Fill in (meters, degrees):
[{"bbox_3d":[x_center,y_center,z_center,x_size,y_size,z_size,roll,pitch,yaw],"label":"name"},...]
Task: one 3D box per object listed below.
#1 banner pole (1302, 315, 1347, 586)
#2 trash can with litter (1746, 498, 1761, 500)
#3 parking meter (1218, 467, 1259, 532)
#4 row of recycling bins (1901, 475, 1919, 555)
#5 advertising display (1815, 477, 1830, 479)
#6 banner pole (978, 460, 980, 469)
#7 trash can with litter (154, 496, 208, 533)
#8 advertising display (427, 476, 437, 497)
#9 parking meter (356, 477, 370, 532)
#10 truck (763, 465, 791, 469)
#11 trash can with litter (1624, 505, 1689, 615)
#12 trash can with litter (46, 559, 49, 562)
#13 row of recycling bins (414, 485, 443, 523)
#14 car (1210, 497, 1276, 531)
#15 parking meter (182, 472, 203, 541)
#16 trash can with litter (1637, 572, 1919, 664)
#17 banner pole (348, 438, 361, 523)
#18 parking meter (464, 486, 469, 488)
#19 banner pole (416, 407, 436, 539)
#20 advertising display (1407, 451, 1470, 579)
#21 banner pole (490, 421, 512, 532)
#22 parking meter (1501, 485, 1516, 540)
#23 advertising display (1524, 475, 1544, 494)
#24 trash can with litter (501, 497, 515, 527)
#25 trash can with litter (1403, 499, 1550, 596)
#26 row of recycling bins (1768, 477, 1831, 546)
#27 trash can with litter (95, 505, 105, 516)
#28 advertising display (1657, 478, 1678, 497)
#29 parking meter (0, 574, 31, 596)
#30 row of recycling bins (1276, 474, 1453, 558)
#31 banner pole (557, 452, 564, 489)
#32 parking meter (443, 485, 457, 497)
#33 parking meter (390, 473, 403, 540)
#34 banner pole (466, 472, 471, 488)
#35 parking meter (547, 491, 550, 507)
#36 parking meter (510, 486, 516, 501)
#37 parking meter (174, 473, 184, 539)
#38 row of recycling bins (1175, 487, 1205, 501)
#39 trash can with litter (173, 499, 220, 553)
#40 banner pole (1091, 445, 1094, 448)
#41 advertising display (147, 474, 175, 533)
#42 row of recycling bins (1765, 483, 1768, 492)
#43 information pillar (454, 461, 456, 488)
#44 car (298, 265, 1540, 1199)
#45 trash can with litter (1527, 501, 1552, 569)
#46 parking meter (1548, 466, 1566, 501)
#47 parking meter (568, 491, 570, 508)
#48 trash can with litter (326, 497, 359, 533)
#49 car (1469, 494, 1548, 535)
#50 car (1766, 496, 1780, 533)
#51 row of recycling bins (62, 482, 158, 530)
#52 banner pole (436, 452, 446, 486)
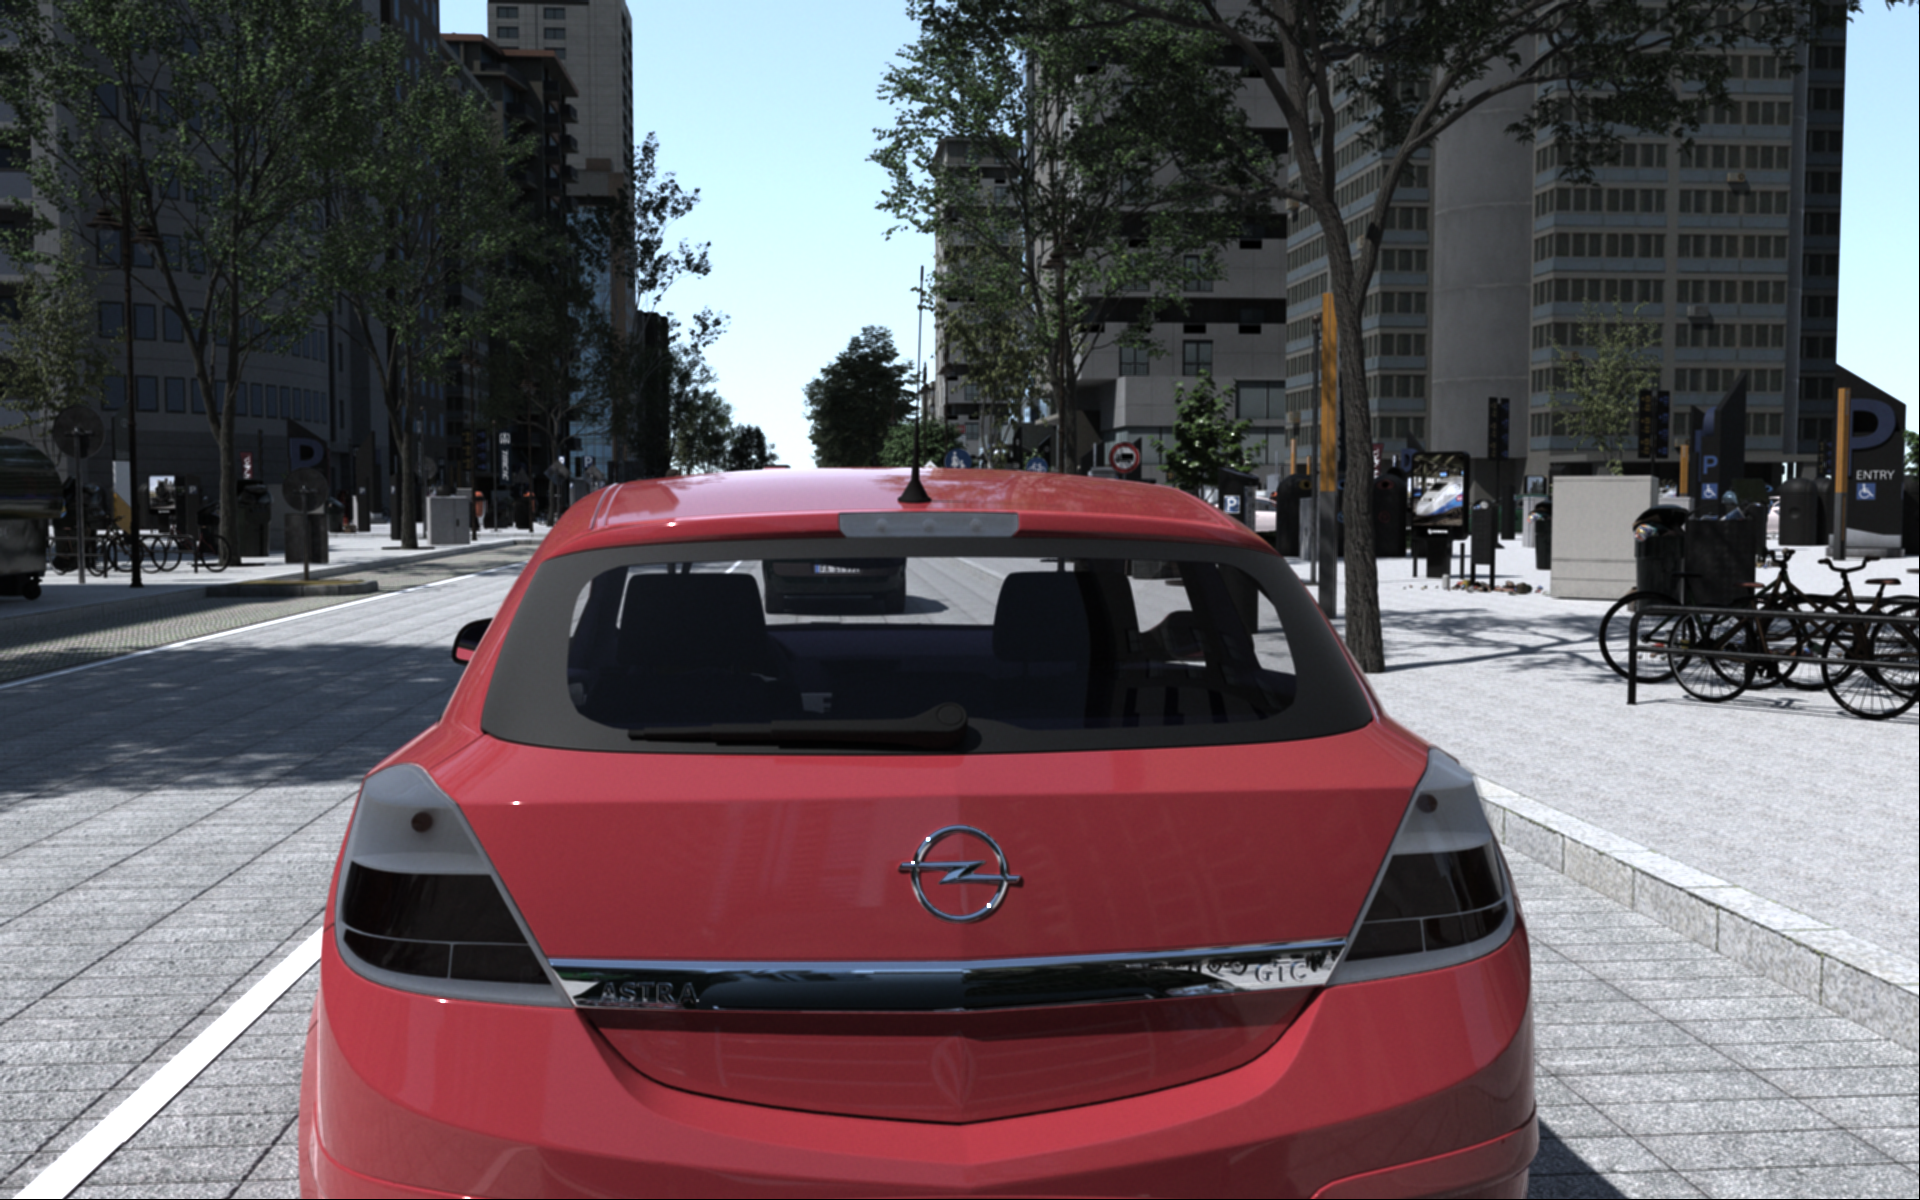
[{"bbox_3d":[5.177,-2.106,24.442,0.863,3.779,0.401,-2,4,-32],"label":"banner pole"},{"bbox_3d":[13.606,-1.197,30.621,2.233,1.210,1.678,-1,4,-14],"label":"trash can with litter"},{"bbox_3d":[2.558,-0.460,15.924,0.372,1.533,0.369,0,3,0],"label":"parking meter"},{"bbox_3d":[20.593,-1.902,38.215,1.069,1.692,3.534,1,4,14],"label":"row of recycling bins"},{"bbox_3d":[33.095,-3.750,66.526,0.123,1.923,0.974,0,4,1],"label":"advertising display"},{"bbox_3d":[1.622,-8.427,127.790,0.863,3.779,0.401,1,4,20],"label":"banner pole"},{"bbox_3d":[-26.343,-2.903,58.515,1.678,1.210,2.233,-2,4,-28],"label":"trash can with litter"},{"bbox_3d":[-18.693,-3.424,61.195,0.123,1.923,0.974,0,4,3],"label":"advertising display"},{"bbox_3d":[-20.251,-3.245,58.770,0.399,1.863,0.255,0,4,-3],"label":"parking meter"},{"bbox_3d":[-17.828,-10.978,168.406,2.839,4.237,11.283,0,4,-4],"label":"truck"},{"bbox_3d":[7.387,-0.440,18.581,0.624,1.170,1.055,0,4,3],"label":"trash can with litter"},{"bbox_3d":[-17.617,-1.289,32.133,2.233,1.210,1.678,2,4,24],"label":"trash can with litter"},{"bbox_3d":[-24.208,-4.375,78.637,3.534,1.692,1.069,3,5,42],"label":"row of recycling bins"},{"bbox_3d":[9.457,-2.617,55.152,4.827,1.381,2.083,0,4,-4],"label":"car"},{"bbox_3d":[-20.737,-2.520,46.917,0.399,1.863,0.255,-1,4,-14],"label":"parking meter"},{"bbox_3d":[6.389,-0.154,13.575,2.233,1.210,1.678,1,4,16],"label":"trash can with litter"},{"bbox_3d":[-27.162,-5.366,77.746,0.863,3.779,0.401,1,4,21],"label":"banner pole"},{"bbox_3d":[-32.951,-6.731,115.757,0.255,1.863,0.399,2,4,34],"label":"parking meter"},{"bbox_3d":[-15.377,-3.634,49.440,0.401,3.779,0.863,0,4,-2],"label":"banner pole"},{"bbox_3d":[7.308,-1.296,26.399,0.123,1.923,0.974,-3,5,-39],"label":"advertising display"},{"bbox_3d":[-15.636,-4.221,59.030,0.863,3.779,0.401,1,4,14],"label":"banner pole"},{"bbox_3d":[15.404,-2.461,48.646,0.372,1.533,0.369,0,3,0],"label":"parking meter"},{"bbox_3d":[19.916,-3.358,60.116,0.974,1.923,0.123,-2,4,-35],"label":"advertising display"},{"bbox_3d":[-17.778,-3.452,67.835,0.624,1.170,1.055,1,4,8],"label":"trash can with litter"},{"bbox_3d":[6.992,-0.718,22.799,1.678,1.210,2.233,-1,4,-13],"label":"trash can with litter"},{"bbox_3d":[22.079,-2.246,43.831,3.534,1.692,1.069,-2,4,-31],"label":"row of recycling bins"},{"bbox_3d":[-20.077,-1.730,39.679,0.624,1.170,1.055,0,4,-7],"label":"trash can with litter"},{"bbox_3d":[28.332,-3.942,69.662,0.974,1.923,0.123,0,4,4],"label":"advertising display"},{"bbox_3d":[-11.986,-0.988,21.862,0.399,1.863,0.255,1,4,22],"label":"parking meter"},{"bbox_3d":[8.271,-1.738,35.528,3.534,1.692,1.069,1,4,12],"label":"row of recycling bins"},{"bbox_3d":[-23.797,-6.909,102.972,0.401,3.779,0.863,2,4,28],"label":"banner pole"},{"bbox_3d":[-14.109,-2.418,47.941,0.372,1.533,0.369,0,3,0],"label":"parking meter"},{"bbox_3d":[-15.706,-2.607,48.341,0.399,1.863,0.255,3,5,43],"label":"parking meter"},{"bbox_3d":[-21.672,-5.281,76.363,0.401,3.779,0.863,0,4,-1],"label":"banner pole"},{"bbox_3d":[-30.454,-7.346,128.520,0.372,1.533,0.369,0,3,0],"label":"parking meter"},{"bbox_3d":[-30.890,-6.982,119.872,0.399,1.863,0.255,2,4,33],"label":"parking meter"},{"bbox_3d":[-22.067,-2.650,49.034,0.255,1.863,0.399,-2,4,-29],"label":"parking meter"},{"bbox_3d":[9.262,-3.828,69.695,1.069,1.692,3.534,0,4,-2],"label":"row of recycling bins"},{"bbox_3d":[-16.549,-1.606,37.645,1.055,1.170,0.624,-1,4,-10],"label":"trash can with litter"},{"bbox_3d":[7.022,-6.055,89.013,0.863,3.779,0.401,2,4,28],"label":"banner pole"},{"bbox_3d":[-25.925,-3.130,56.397,0.974,1.923,0.123,0,4,0],"label":"advertising display"},{"bbox_3d":[29.857,-3.449,63.503,3.534,1.692,1.069,0,4,-1],"label":"row of recycling bins"},{"bbox_3d":[-36.202,-8.126,124.219,0.183,3.616,0.504,-1,4,-13],"label":"information pillar"},{"bbox_3d":[-0.215,0.296,4.196,2.155,1.783,4.494,0,4,-6],"label":"car"},{"bbox_3d":[10.098,-1.118,29.674,0.624,1.170,1.055,2,4,26],"label":"trash can with litter"},{"bbox_3d":[12.170,-1.812,35.339,0.255,1.863,0.399,2,4,33],"label":"parking meter"},{"bbox_3d":[-21.236,-5.282,94.768,0.372,1.533,0.369,0,3,0],"label":"parking meter"},{"bbox_3d":[-20.339,-2.796,57.099,1.055,1.170,0.624,1,4,11],"label":"trash can with litter"},{"bbox_3d":[18.400,-2.776,57.193,4.920,1.459,2.131,0,4,-5],"label":"car"},{"bbox_3d":[27.529,-2.810,58.310,4.827,1.381,2.083,0,4,-7],"label":"car"},{"bbox_3d":[-30.469,-3.350,61.892,3.534,1.692,1.069,-1,4,-20],"label":"row of recycling bins"},{"bbox_3d":[-30.973,-6.917,103.114,0.401,3.779,0.863,3,5,40],"label":"banner pole"}]
